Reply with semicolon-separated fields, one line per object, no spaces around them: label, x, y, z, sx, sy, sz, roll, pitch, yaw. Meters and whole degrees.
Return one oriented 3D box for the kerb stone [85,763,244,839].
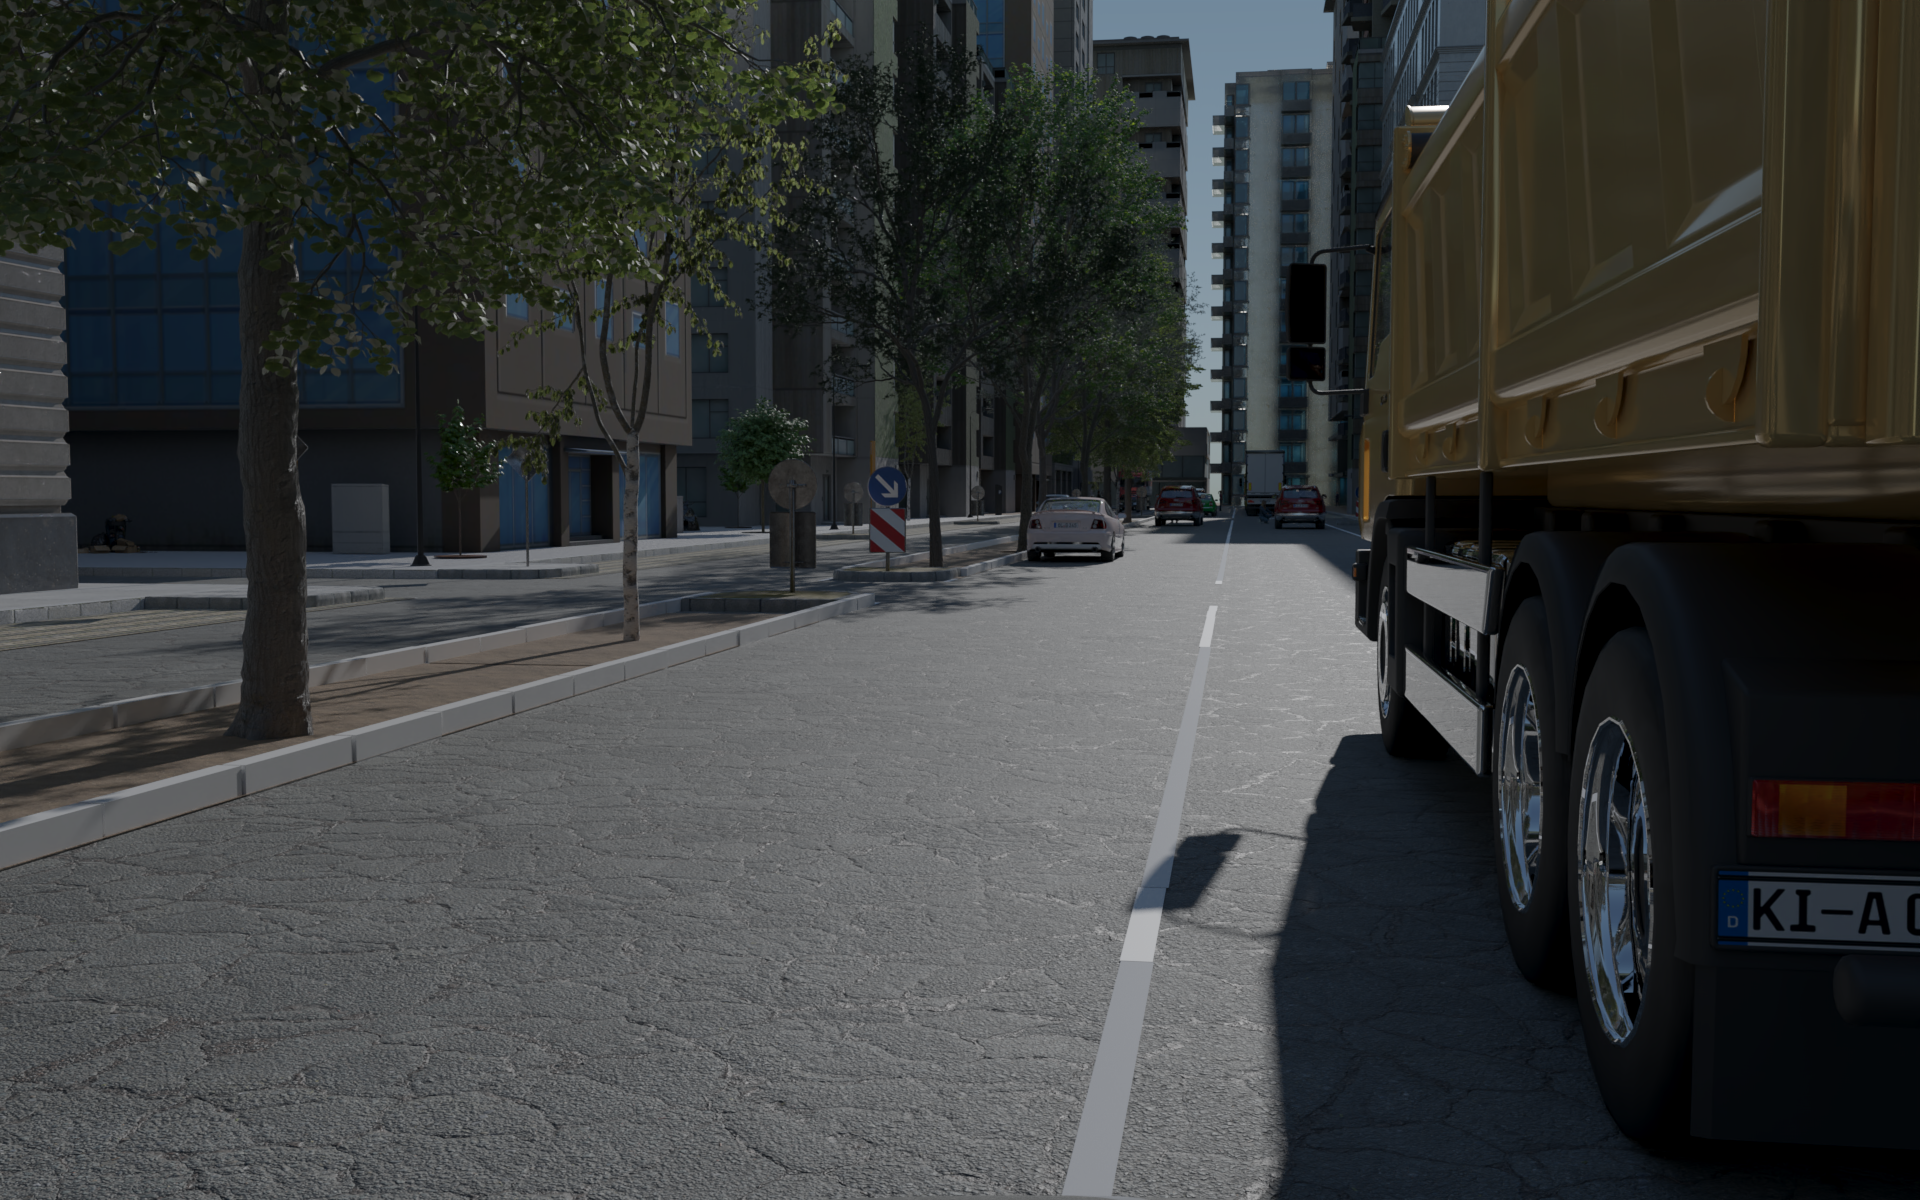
kerb stone;-3.531;0.887;7.695;0.120;0.150;1.000;1;4;9

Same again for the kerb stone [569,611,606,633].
kerb stone;-3.979;0.248;18.143;0.120;0.150;1.000;1;4;9

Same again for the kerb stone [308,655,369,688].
kerb stone;-4.786;0.559;13.067;0.120;0.150;1.000;1;4;9

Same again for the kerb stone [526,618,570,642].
kerb stone;-4.137;0.310;17.133;0.120;0.150;1.000;1;4;9

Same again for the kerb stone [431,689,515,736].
kerb stone;-3.040;0.701;10.740;0.120;0.150;1.000;1;4;9

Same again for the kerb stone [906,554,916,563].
kerb stone;-1.118;-0.836;35.871;0.120;0.150;1.000;1;4;9

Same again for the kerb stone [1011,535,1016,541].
kerb stone;1.482;-1.824;52.032;0.120;0.150;1.000;1;4;9

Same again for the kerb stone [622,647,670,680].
kerb stone;-2.545;0.517;13.777;0.120;0.150;1.000;1;4;9

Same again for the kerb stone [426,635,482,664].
kerb stone;-4.458;0.438;15.096;0.120;0.150;1.000;1;4;9

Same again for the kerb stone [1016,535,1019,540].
kerb stone;1.635;-1.887;53.054;0.120;0.150;1.000;1;4;9

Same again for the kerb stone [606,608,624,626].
kerb stone;-3.816;0.190;19.152;0.120;0.150;1.000;1;4;9

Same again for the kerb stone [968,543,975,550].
kerb stone;0.182;-1.329;43.957;0.120;0.150;1.000;1;4;9

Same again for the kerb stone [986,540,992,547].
kerb stone;0.667;-1.513;46.986;0.120;0.150;1.000;1;4;9

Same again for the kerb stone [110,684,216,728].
kerb stone;-5.109;0.682;11.048;0.120;0.150;1.000;1;4;9

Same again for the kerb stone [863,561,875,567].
kerb stone;-1.775;-0.589;31.819;0.120;0.150;1.000;1;4;9

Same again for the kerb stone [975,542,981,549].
kerb stone;0.338;-1.393;44.967;0.120;0.150;1.000;1;4;9

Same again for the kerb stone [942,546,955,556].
kerb stone;-0.312;-1.145;40.927;0.120;0.150;1.000;1;4;9

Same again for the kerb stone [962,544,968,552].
kerb stone;0.011;-1.269;42.946;0.120;0.150;1.000;1;4;9

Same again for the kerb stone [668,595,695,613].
kerb stone;-3.481;0.065;21.179;0.120;0.150;1.000;1;4;9

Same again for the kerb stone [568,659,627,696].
kerb stone;-2.708;0.577;12.768;0.120;0.150;1.000;1;4;9

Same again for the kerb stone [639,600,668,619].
kerb stone;-3.648;0.125;20.164;0.120;0.150;1.000;1;4;9

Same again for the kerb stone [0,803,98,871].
kerb stone;-3.689;0.949;6.686;0.120;0.150;1.000;1;4;9

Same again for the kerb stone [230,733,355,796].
kerb stone;-3.361;0.826;8.703;0.120;0.150;1.000;1;4;9

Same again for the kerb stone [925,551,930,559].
kerb stone;-0.800;-0.960;37.894;0.120;0.150;1.000;1;4;9

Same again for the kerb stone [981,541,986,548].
kerb stone;0.504;-1.455;45.976;0.120;0.150;1.000;1;4;9

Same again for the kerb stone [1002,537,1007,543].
kerb stone;1.149;-1.698;50.015;0.120;0.150;1.000;1;4;9

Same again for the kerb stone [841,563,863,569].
kerb stone;-1.937;-0.527;30.808;0.120;0.150;1.000;1;4;9

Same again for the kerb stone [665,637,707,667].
kerb stone;-2.389;0.453;14.794;0.120;0.150;1.000;1;4;9

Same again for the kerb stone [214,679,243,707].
kerb stone;-4.945;0.624;12.057;0.120;0.150;1.000;1;4;9

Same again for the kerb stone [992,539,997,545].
kerb stone;0.827;-1.578;47.995;0.120;0.150;1.000;1;4;9

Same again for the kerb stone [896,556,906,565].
kerb stone;-1.283;-0.774;34.858;0.120;0.150;1.000;1;4;9

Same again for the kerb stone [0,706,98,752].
kerb stone;-5.280;0.748;10.033;0.120;0.150;1.000;1;4;9

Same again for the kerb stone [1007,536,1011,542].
kerb stone;1.310;-1.763;51.024;0.120;0.150;1.000;1;4;9

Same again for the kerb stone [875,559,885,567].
kerb stone;-1.621;-0.649;32.830;0.120;0.150;1.000;1;4;9

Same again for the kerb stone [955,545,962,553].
kerb stone;-0.146;-1.207;41.936;0.120;0.150;1.000;1;4;9

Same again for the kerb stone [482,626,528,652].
kerb stone;-4.300;0.380;16.114;0.120;0.150;1.000;1;4;9

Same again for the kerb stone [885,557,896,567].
kerb stone;-1.450;-0.713;33.849;0.120;0.150;1.000;1;4;9

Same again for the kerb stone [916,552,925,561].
kerb stone;-0.956;-0.898;36.884;0.120;0.150;1.000;1;4;9

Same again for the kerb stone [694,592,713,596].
kerb stone;-3.322;0.000;22.192;0.120;0.150;1.000;1;4;9

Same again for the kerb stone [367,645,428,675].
kerb stone;-4.631;0.497;14.077;0.120;0.150;1.000;1;4;9

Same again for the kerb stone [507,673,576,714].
kerb stone;-2.872;0.639;11.754;0.120;0.150;1.000;1;4;9

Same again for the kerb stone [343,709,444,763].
kerb stone;-3.192;0.763;9.720;0.120;0.150;1.000;1;4;9

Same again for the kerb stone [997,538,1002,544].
kerb stone;0.985;-1.636;49.006;0.120;0.150;1.000;1;4;9
